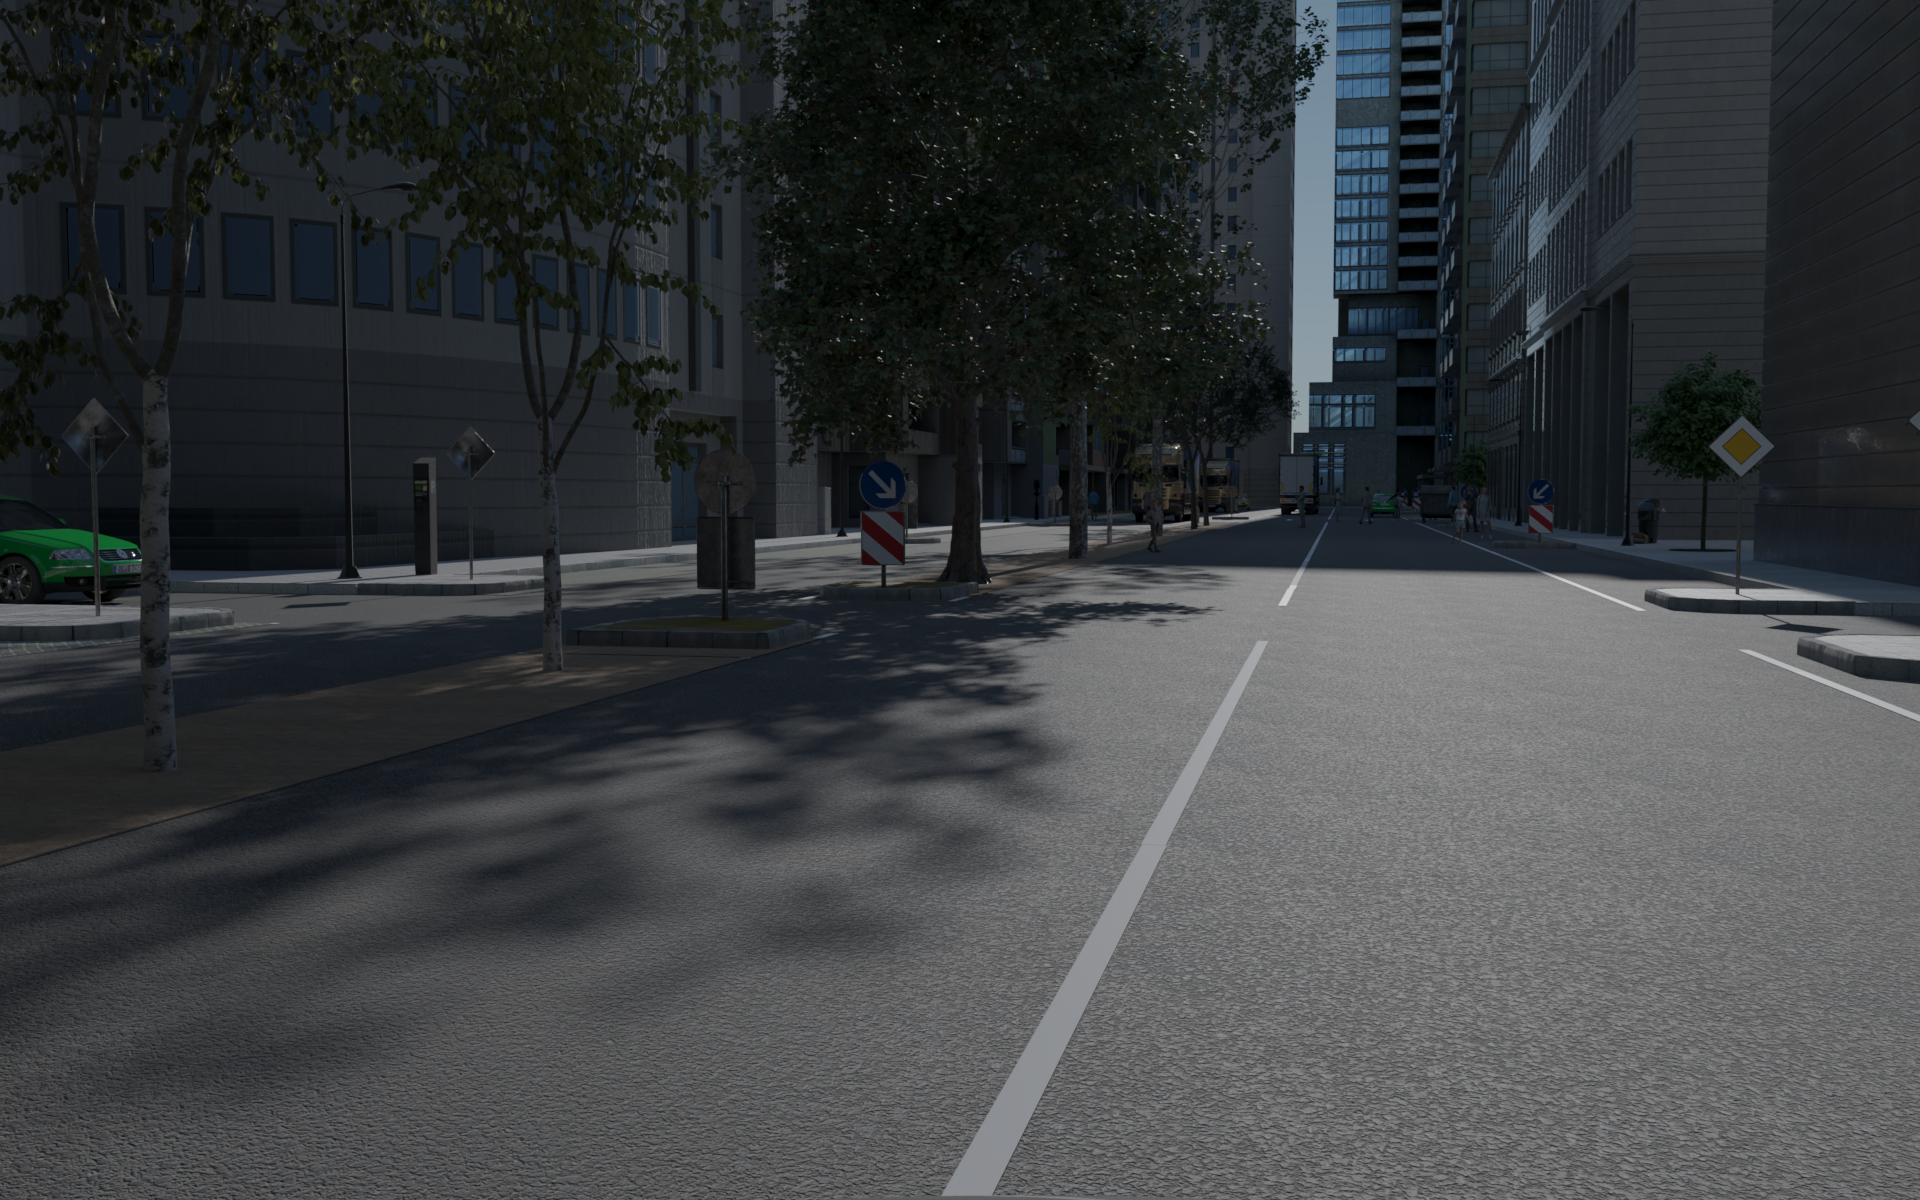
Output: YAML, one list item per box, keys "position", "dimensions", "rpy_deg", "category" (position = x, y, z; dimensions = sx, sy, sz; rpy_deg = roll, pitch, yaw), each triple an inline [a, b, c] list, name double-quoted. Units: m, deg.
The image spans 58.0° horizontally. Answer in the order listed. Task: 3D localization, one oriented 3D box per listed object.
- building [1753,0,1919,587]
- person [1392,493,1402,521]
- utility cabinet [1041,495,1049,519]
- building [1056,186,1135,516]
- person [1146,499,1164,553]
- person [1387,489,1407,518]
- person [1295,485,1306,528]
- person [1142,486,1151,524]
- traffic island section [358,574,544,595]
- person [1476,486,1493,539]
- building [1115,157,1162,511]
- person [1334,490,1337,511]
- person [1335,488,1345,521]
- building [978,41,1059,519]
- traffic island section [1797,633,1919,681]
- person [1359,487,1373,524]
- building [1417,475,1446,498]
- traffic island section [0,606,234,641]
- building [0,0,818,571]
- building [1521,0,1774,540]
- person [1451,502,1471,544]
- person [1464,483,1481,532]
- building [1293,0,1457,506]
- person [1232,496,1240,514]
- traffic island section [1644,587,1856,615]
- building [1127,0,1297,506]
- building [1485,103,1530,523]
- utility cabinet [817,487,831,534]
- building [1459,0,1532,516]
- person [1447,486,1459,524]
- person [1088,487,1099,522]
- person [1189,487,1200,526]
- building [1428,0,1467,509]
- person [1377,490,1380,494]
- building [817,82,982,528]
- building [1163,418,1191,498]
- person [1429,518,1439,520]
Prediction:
- position: [25.941, -13.895, 24.443]
  dimensions: [25.104, 27.353, 12.463]
  rpy_deg: [1, 4, 12]
  category: "building"
- position: [23.487, -5.014, 93.068]
  dimensions: [0.503, 1.515, 0.523]
  rpy_deg: [0, 4, -6]
  category: "person"
- position: [4.411, -4.812, 89.833]
  dimensions: [0.306, 1.237, 1.020]
  rpy_deg: [0, 4, -6]
  category: "utility cabinet"
- position: [-0.219, -28.187, 115.482]
  dimensions: [22.147, 44.769, 28.867]
  rpy_deg: [1, 4, 12]
  category: "building"
- position: [4.798, -1.820, 42.528]
  dimensions: [0.475, 1.303, 0.640]
  rpy_deg: [-2, 4, -32]
  category: "person"
- position: [26.118, -5.763, 103.547]
  dimensions: [1.217, 1.723, 0.721]
  rpy_deg: [0, 4, -5]
  category: "person"
- position: [14.576, -4.008, 74.211]
  dimensions: [0.466, 1.800, 0.511]
  rpy_deg: [-1, 4, -10]
  category: "person"
- position: [8.988, -4.573, 83.449]
  dimensions: [0.537, 1.800, 0.526]
  rpy_deg: [-1, 4, -19]
  category: "person"
- position: [-7.352, -0.227, 25.993]
  dimensions: [2.009, 0.180, 2.903]
  rpy_deg: [1, 4, 12]
  category: "traffic island section"
- position: [16.851, -2.822, 55.640]
  dimensions: [0.512, 1.701, 0.522]
  rpy_deg: [1, 4, 15]
  category: "person"
- position: [8.129, -22.304, 136.375]
  dimensions: [14.160, 30.474, 14.107]
  rpy_deg: [1, 4, 12]
  category: "building"
- position: [32.210, -8.554, 148.350]
  dimensions: [0.705, 1.826, 1.348]
  rpy_deg: [0, 4, 4]
  category: "person"
- position: [19.985, -5.016, 91.076]
  dimensions: [0.524, 1.755, 0.480]
  rpy_deg: [1, 4, 13]
  category: "person"
- position: [-2.836, -24.871, 90.234]
  dimensions: [14.154, 41.232, 14.086]
  rpy_deg: [1, 4, 12]
  category: "building"
- position: [8.251, 0.483, 14.380]
  dimensions: [2.009, 0.180, 2.903]
  rpy_deg: [1, 4, 12]
  category: "traffic island section"
- position: [19.492, -4.551, 83.180]
  dimensions: [0.850, 1.792, 0.678]
  rpy_deg: [-3, 4, -39]
  category: "person"
- position: [57.742, -28.255, 153.844]
  dimensions: [32.217, 40.220, 23.993]
  rpy_deg: [1, 4, 12]
  category: "building"
- position: [-9.074, 0.250, 18.195]
  dimensions: [2.009, 0.180, 2.903]
  rpy_deg: [1, 4, 12]
  category: "traffic island section"
- position: [-17.679, -30.494, 40.583]
  dimensions: [21.231, 58.520, 28.212]
  rpy_deg: [1, 4, 12]
  category: "building"
- position: [27.184, -17.336, 60.931]
  dimensions: [11.434, 29.767, 29.804]
  rpy_deg: [1, 4, 12]
  category: "building"
- position: [14.356, -2.208, 49.617]
  dimensions: [0.505, 1.210, 0.382]
  rpy_deg: [0, 4, 4]
  category: "person"
- position: [19.287, -3.481, 65.224]
  dimensions: [0.655, 1.846, 0.447]
  rpy_deg: [0, 4, 0]
  category: "person"
- position: [52.307, -53.419, 186.066]
  dimensions: [31.000, 86.520, 22.319]
  rpy_deg: [1, 4, 12]
  category: "building"
- position: [19.940, -7.092, 125.369]
  dimensions: [0.530, 1.710, 0.541]
  rpy_deg: [0, 4, -8]
  category: "person"
- position: [9.972, 0.006, 22.178]
  dimensions: [2.009, 0.180, 2.903]
  rpy_deg: [1, 4, 12]
  category: "traffic island section"
- position: [22.632, -39.742, 191.778]
  dimensions: [28.212, 58.520, 21.231]
  rpy_deg: [1, 4, 12]
  category: "building"
- position: [31.480, -14.414, 84.819]
  dimensions: [9.793, 20.994, 18.267]
  rpy_deg: [1, 4, 12]
  category: "building"
- position: [-4.631, -2.831, 54.970]
  dimensions: [1.173, 1.500, 0.318]
  rpy_deg: [3, 4, 36]
  category: "utility cabinet"
- position: [38.446, -25.922, 107.415]
  dimensions: [14.154, 41.232, 14.086]
  rpy_deg: [1, 4, 12]
  category: "building"
- position: [22.992, -4.406, 80.559]
  dimensions: [0.660, 1.820, 0.620]
  rpy_deg: [-3, 4, -39]
  category: "person"
- position: [6.917, -4.936, 89.547]
  dimensions: [0.601, 1.785, 0.444]
  rpy_deg: [0, 4, -5]
  category: "person"
- position: [10.422, -4.138, 76.710]
  dimensions: [0.519, 1.759, 0.362]
  rpy_deg: [-3, 4, -37]
  category: "person"
- position: [47.611, -31.090, 127.924]
  dimensions: [23.786, 49.044, 30.456]
  rpy_deg: [1, 4, 12]
  category: "building"
- position: [31.448, -7.381, 130.096]
  dimensions: [0.541, 1.710, 0.530]
  rpy_deg: [-3, 5, -44]
  category: "person"
- position: [-7.372, -18.182, 68.976]
  dimensions: [14.160, 30.474, 14.107]
  rpy_deg: [1, 4, 12]
  category: "building"
- position: [6.297, -19.526, 164.289]
  dimensions: [28.899, 21.520, 27.650]
  rpy_deg: [1, 4, 12]
  category: "building"
- position: [26.106, -5.329, 95.731]
  dimensions: [0.391, 1.810, 0.635]
  rpy_deg: [-3, 5, -41]
  category: "person"
